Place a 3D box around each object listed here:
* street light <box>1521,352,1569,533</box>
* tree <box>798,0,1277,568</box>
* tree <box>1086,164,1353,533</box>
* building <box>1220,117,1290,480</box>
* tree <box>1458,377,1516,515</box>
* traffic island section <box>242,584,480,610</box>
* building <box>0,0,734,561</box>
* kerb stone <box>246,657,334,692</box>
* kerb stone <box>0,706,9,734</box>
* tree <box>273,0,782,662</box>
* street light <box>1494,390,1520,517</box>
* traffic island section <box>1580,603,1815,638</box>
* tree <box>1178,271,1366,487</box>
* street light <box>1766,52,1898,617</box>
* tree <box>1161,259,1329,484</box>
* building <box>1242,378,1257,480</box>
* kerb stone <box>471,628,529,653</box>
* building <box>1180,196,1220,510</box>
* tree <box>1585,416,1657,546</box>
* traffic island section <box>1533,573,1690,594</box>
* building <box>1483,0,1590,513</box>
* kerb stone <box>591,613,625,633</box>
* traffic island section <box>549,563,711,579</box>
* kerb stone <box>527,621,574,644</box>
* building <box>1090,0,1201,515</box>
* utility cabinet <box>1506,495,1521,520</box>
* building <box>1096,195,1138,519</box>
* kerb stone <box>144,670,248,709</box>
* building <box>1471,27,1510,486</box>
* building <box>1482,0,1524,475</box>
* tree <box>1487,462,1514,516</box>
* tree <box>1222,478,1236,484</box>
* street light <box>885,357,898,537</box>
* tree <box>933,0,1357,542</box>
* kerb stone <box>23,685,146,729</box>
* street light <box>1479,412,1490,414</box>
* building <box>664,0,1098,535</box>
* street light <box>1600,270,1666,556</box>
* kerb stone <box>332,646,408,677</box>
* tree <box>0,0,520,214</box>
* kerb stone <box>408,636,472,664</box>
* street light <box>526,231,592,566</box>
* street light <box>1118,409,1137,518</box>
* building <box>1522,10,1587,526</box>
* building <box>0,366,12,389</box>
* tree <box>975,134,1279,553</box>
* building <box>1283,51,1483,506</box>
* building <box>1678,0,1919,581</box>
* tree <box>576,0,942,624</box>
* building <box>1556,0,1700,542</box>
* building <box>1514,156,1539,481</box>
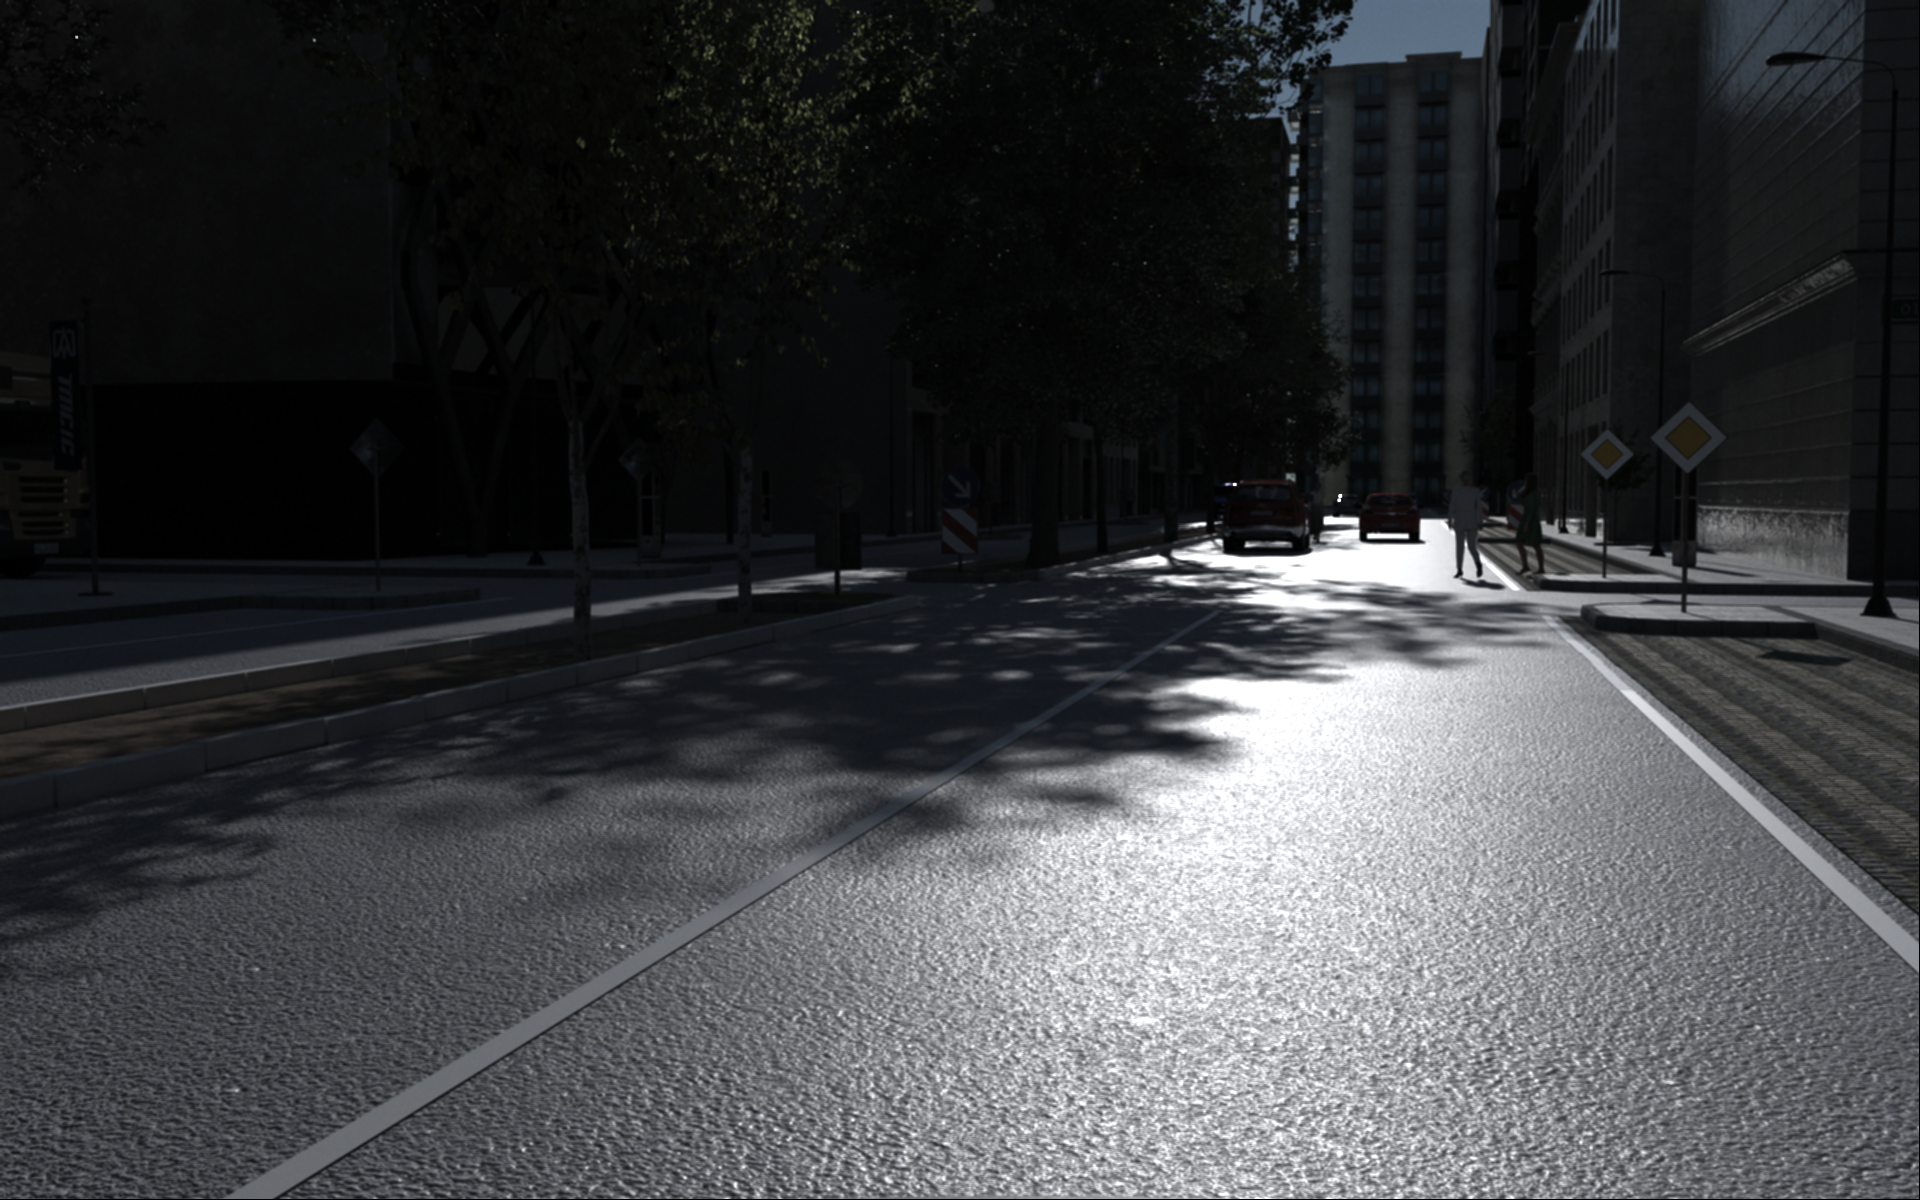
[{"bbox_3d":[19.255,-5.146,56.682,1.470,5.913,1.316,1,4,15],"label":"street light"},{"bbox_3d":[1.629,-7.593,33.257,9.857,13.997,8.962,0,3,0],"label":"tree"},{"bbox_3d":[9.334,-9.247,64.013,12.009,13.543,11.850,0,3,0],"label":"tree"},{"bbox_3d":[29.066,-31.137,192.682,14.086,41.232,14.154,1,4,15],"label":"building"},{"bbox_3d":[33.513,-9.663,108.352,4.737,8.622,4.395,0,3,0],"label":"tree"},{"bbox_3d":[-7.694,-0.035,22.855,2.009,0.180,2.903,1,4,15],"label":"traffic island section"},{"bbox_3d":[-14.444,-10.671,41.919,16.820,18.784,16.811,1,4,15],"label":"building"},{"bbox_3d":[-5.058,0.565,12.959,0.120,0.150,1.000,1,4,15],"label":"kerb stone"},{"bbox_3d":[-5.831,0.747,9.989,0.120,0.150,1.000,1,4,15],"label":"kerb stone"},{"bbox_3d":[-3.236,-3.759,14.272,4.737,8.622,4.395,0,3,0],"label":"tree"},{"bbox_3d":[24.697,-6.429,77.658,1.470,5.913,1.316,1,4,15],"label":"street light"},{"bbox_3d":[7.879,0.212,18.810,2.009,0.180,2.903,1,4,15],"label":"traffic island section"},{"bbox_3d":[15.512,-10.265,87.293,9.611,12.733,9.660,0,3,0],"label":"tree"},{"bbox_3d":[9.173,-2.796,18.253,1.470,5.913,1.316,1,4,15],"label":"street light"},{"bbox_3d":[12.278,-9.020,75.689,9.928,11.665,9.643,0,3,0],"label":"tree"},{"bbox_3d":[13.225,-19.812,168.973,28.899,21.520,27.650,1,4,15],"label":"building"},{"bbox_3d":[-4.292,0.387,15.944,0.120,0.150,1.000,1,4,15],"label":"kerb stone"},{"bbox_3d":[13.332,-22.534,140.137,14.160,30.474,14.107,1,4,15],"label":"building"},{"bbox_3d":[16.346,-2.969,43.140,1.663,3.219,1.824,0,3,0],"label":"tree"},{"bbox_3d":[9.891,-0.260,26.539,2.009,0.180,2.903,1,4,15],"label":"traffic island section"},{"bbox_3d":[47.034,-41.510,116.938,20.563,71.187,20.611,1,4,15],"label":"building"},{"bbox_3d":[-3.768,0.264,17.921,0.120,0.150,1.000,1,4,15],"label":"kerb stone"},{"bbox_3d":[-5.682,-0.508,30.583,2.009,0.180,2.903,1,4,15],"label":"traffic island section"},{"bbox_3d":[-4.028,0.322,16.932,0.120,0.150,1.000,1,4,15],"label":"kerb stone"},{"bbox_3d":[4.678,-28.450,119.786,22.147,44.769,28.867,1,4,15],"label":"building"},{"bbox_3d":[27.049,-4.477,84.363,1.020,1.237,0.306,-3,4,-37],"label":"utility cabinet"},{"bbox_3d":[3.546,-14.794,96.638,10.420,20.320,16.860,1,4,15],"label":"building"},{"bbox_3d":[-5.317,0.626,11.967,0.120,0.150,1.000,1,4,15],"label":"kerb stone"},{"bbox_3d":[56.020,-31.343,162.575,14.600,45.320,14.200,1,4,15],"label":"building"},{"bbox_3d":[57.157,-33.701,140.250,28.713,52.752,27.495,1,4,15],"label":"building"},{"bbox_3d":[32.425,-6.633,103.055,1.663,3.219,1.824,0,3,0],"label":"tree"},{"bbox_3d":[22.551,-10.138,149.468,4.285,4.588,4.351,0,3,0],"label":"tree"},{"bbox_3d":[-1.530,-4.838,51.637,1.470,5.913,1.316,1,4,15],"label":"street light"},{"bbox_3d":[5.279,-11.829,51.752,12.611,20.169,13.585,0,3,0],"label":"tree"},{"bbox_3d":[-5.581,0.686,10.980,0.120,0.150,1.000,1,4,15],"label":"kerb stone"},{"bbox_3d":[30.188,-7.699,98.422,1.470,5.913,1.316,1,4,15],"label":"street light"},{"bbox_3d":[-6.707,-16.397,72.610,19.350,26.468,34.151,1,4,15],"label":"building"},{"bbox_3d":[13.931,-3.874,35.875,1.470,5.913,1.316,1,4,15],"label":"street light"},{"bbox_3d":[-4.798,0.504,13.950,0.120,0.150,1.000,1,4,15],"label":"kerb stone"},{"bbox_3d":[-5.134,-4.365,8.240,8.767,10.594,7.601,1,4,15],"label":"tree"},{"bbox_3d":[-4.545,0.448,14.940,0.120,0.150,1.000,1,4,15],"label":"kerb stone"},{"bbox_3d":[-7.114,-3.569,30.897,1.470,5.913,1.316,1,4,15],"label":"street light"},{"bbox_3d":[9.271,-7.383,93.252,1.470,5.913,1.316,1,4,15],"label":"street light"},{"bbox_3d":[29.681,-14.368,71.077,11.583,22.565,21.152,1,4,15],"label":"building"},{"bbox_3d":[-29.507,-22.076,15.567,28.867,44.769,22.147,1,4,15],"label":"building"},{"bbox_3d":[3.563,-6.428,41.964,8.767,10.594,7.601,1,4,15],"label":"tree"},{"bbox_3d":[51.706,-34.949,191.021,30.456,49.044,23.786,1,4,15],"label":"building"},{"bbox_3d":[35.950,-15.335,27.149,44.131,29.872,17.030,1,4,15],"label":"building"},{"bbox_3d":[-2.322,-4.050,19.037,4.360,8.622,3.978,0,3,0],"label":"tree"},{"bbox_3d":[24.573,-12.117,52.871,10.420,20.320,16.860,1,4,15],"label":"building"},{"bbox_3d":[35.461,-15.840,88.662,12.332,23.373,15.834,1,4,15],"label":"building"}]
